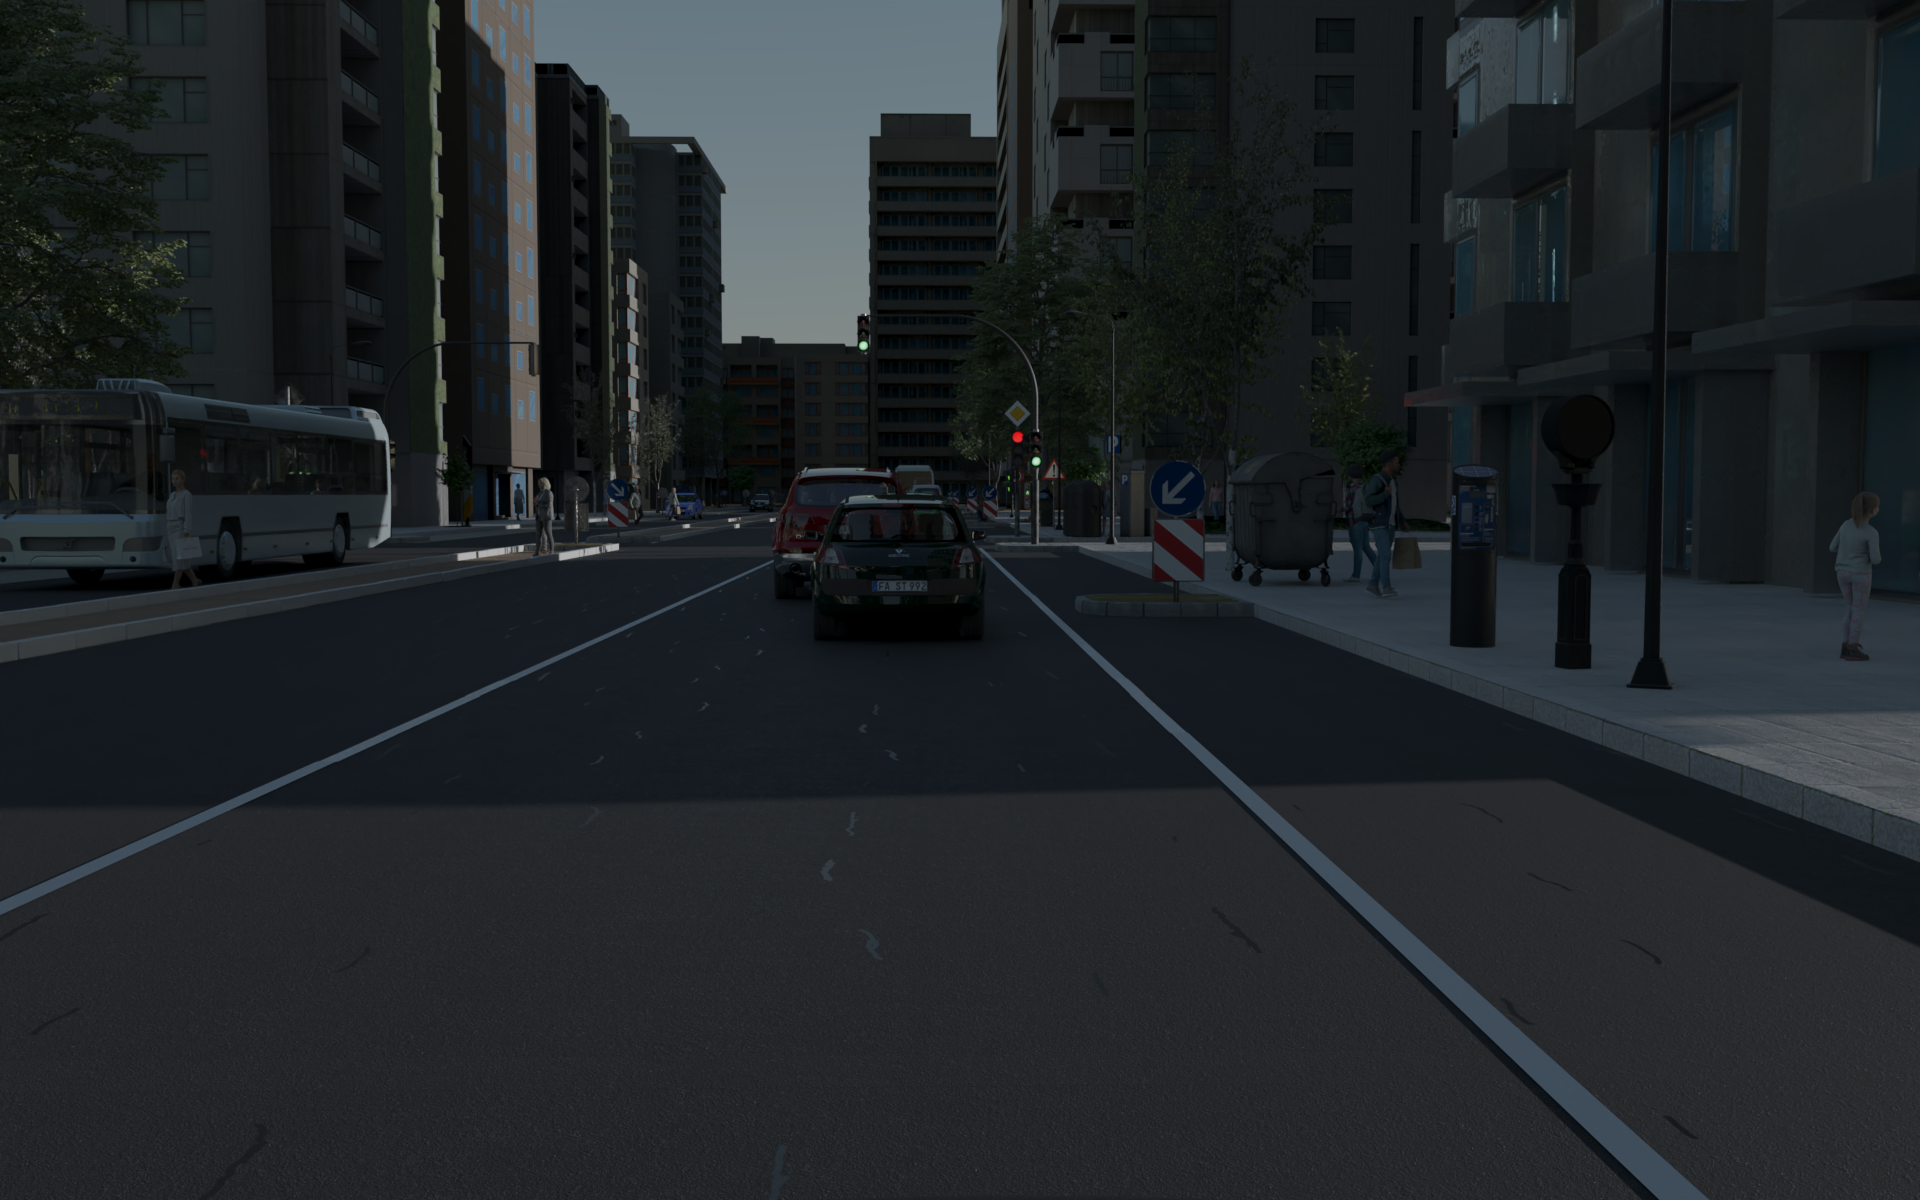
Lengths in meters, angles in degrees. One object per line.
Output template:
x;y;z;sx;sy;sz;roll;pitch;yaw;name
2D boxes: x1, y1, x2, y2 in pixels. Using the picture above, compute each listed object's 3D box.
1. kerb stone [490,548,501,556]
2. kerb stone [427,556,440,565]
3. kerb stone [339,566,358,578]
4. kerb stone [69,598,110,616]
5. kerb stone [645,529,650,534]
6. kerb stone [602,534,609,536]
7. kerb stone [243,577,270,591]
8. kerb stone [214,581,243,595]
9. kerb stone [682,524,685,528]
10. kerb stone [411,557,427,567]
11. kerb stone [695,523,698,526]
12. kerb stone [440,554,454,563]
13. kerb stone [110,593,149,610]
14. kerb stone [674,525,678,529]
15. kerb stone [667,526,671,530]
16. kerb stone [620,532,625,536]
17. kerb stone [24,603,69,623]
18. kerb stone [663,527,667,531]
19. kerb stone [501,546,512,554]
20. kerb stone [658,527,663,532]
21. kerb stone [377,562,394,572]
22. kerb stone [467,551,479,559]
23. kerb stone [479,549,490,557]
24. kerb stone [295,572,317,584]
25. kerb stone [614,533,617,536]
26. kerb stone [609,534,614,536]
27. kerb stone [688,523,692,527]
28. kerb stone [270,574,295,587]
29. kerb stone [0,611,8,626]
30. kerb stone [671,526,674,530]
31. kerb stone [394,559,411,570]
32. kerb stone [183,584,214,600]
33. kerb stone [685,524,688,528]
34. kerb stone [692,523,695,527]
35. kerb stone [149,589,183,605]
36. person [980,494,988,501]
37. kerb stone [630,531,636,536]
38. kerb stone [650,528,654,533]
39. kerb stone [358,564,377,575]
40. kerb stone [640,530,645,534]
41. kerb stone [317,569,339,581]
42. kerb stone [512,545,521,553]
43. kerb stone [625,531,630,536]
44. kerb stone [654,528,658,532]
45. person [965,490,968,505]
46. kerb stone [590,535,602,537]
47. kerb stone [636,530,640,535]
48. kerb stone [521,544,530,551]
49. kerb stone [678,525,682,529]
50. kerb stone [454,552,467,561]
-10.870;-1.096;40.117;0.120;0.150;1.000;0;4;-1;kerb stone
-10.759;-0.784;35.008;0.120;0.150;1.000;0;4;-1;kerb stone
-10.647;-0.469;29.862;0.120;0.150;1.000;0;4;-1;kerb stone
-10.441;0.099;20.618;0.120;0.150;1.000;0;4;-1;kerb stone
-11.366;-2.444;62.157;0.120;0.150;1.000;0;4;-1;kerb stone
-11.176;-1.942;53.941;0.120;0.150;1.000;0;4;-1;kerb stone
-10.549;-0.218;25.765;0.120;0.150;1.000;0;4;-1;kerb stone
-10.533;-0.155;24.726;0.120;0.150;1.000;0;4;-1;kerb stone
-11.566;-3.009;71.406;0.120;0.150;1.000;0;4;-1;kerb stone
-10.722;-0.721;33.983;0.120;0.150;1.000;0;4;-1;kerb stone
-11.664;-3.261;75.504;0.120;0.150;1.000;0;4;-1;kerb stone
-10.785;-0.841;36.030;0.120;0.150;1.000;0;4;-1;kerb stone
-10.454;0.034;21.642;0.120;0.150;1.000;0;4;-1;kerb stone
-11.527;-2.884;69.357;0.120;0.150;1.000;0;4;-1;kerb stone
-11.479;-2.757;67.291;0.120;0.150;1.000;0;4;-1;kerb stone
-11.249;-2.130;57.014;0.120;0.150;1.000;0;4;-1;kerb stone
-10.417;0.167;19.588;0.120;0.150;1.000;0;4;-1;kerb stone
-11.458;-2.695;66.266;0.120;0.150;1.000;0;4;-1;kerb stone
-10.894;-1.159;41.141;0.120;0.150;1.000;0;4;-1;kerb stone
-11.427;-2.632;65.231;0.120;0.150;1.000;0;4;-1;kerb stone
-10.696;-0.593;31.928;0.120;0.150;1.000;0;4;-1;kerb stone
-10.825;-0.969;38.074;0.120;0.150;1.000;0;4;-1;kerb stone
-10.847;-1.026;39.096;0.120;0.150;1.000;0;4;-1;kerb stone
-10.600;-0.344;27.816;0.120;0.150;1.000;0;4;-1;kerb stone
-11.224;-2.060;55.986;0.120;0.150;1.000;0;4;-1;kerb stone
-11.202;-2.004;54.963;0.120;0.150;1.000;0;4;-1;kerb stone
-11.613;-3.130;73.451;0.120;0.150;1.000;0;4;-1;kerb stone
-10.573;-0.279;26.787;0.120;0.150;1.000;0;4;-1;kerb stone
-10.387;0.226;18.566;0.120;0.150;1.000;0;4;-1;kerb stone
-11.505;-2.821;68.322;0.120;0.150;1.000;0;4;-1;kerb stone
-10.707;-0.658;32.961;0.120;0.150;1.000;0;4;-1;kerb stone
-10.505;-0.089;23.705;0.120;0.150;1.000;0;4;-1;kerb stone
-11.589;-3.072;72.429;0.120;0.150;1.000;0;4;-1;kerb stone
-11.633;-3.197;74.483;0.120;0.150;1.000;0;4;-1;kerb stone
-10.486;-0.029;22.674;0.120;0.150;1.000;0;4;-1;kerb stone
2.315;-8.520;145.334;1.348;1.826;0.705;0;4;-3;person
-11.298;-2.254;59.077;0.120;0.150;1.000;0;4;-1;kerb stone
-11.381;-2.503;63.179;0.120;0.150;1.000;0;4;-1;kerb stone
-10.664;-0.532;30.895;0.120;0.150;1.000;0;4;-1;kerb stone
-11.343;-2.376;61.128;0.120;0.150;1.000;0;4;-1;kerb stone
-10.615;-0.404;28.838;0.120;0.150;1.000;0;4;-1;kerb stone
-10.919;-1.221;42.163;0.120;0.150;1.000;0;4;-1;kerb stone
-11.276;-2.193;58.044;0.120;0.150;1.000;0;4;-1;kerb stone
-11.412;-2.569;64.209;0.120;0.150;1.000;0;4;-1;kerb stone
0.789;-11.542;195.432;0.721;1.739;1.217;0;4;7;person
-11.157;-1.879;52.912;0.120;0.150;1.000;0;4;-1;kerb stone
-11.324;-2.317;60.106;0.120;0.150;1.000;0;4;-1;kerb stone
-10.938;-1.282;43.184;0.120;0.150;1.000;0;4;-1;kerb stone
-11.539;-2.941;70.385;0.120;0.150;1.000;0;4;-1;kerb stone
-10.798;-0.909;37.052;0.120;0.150;1.000;0;4;-1;kerb stone
